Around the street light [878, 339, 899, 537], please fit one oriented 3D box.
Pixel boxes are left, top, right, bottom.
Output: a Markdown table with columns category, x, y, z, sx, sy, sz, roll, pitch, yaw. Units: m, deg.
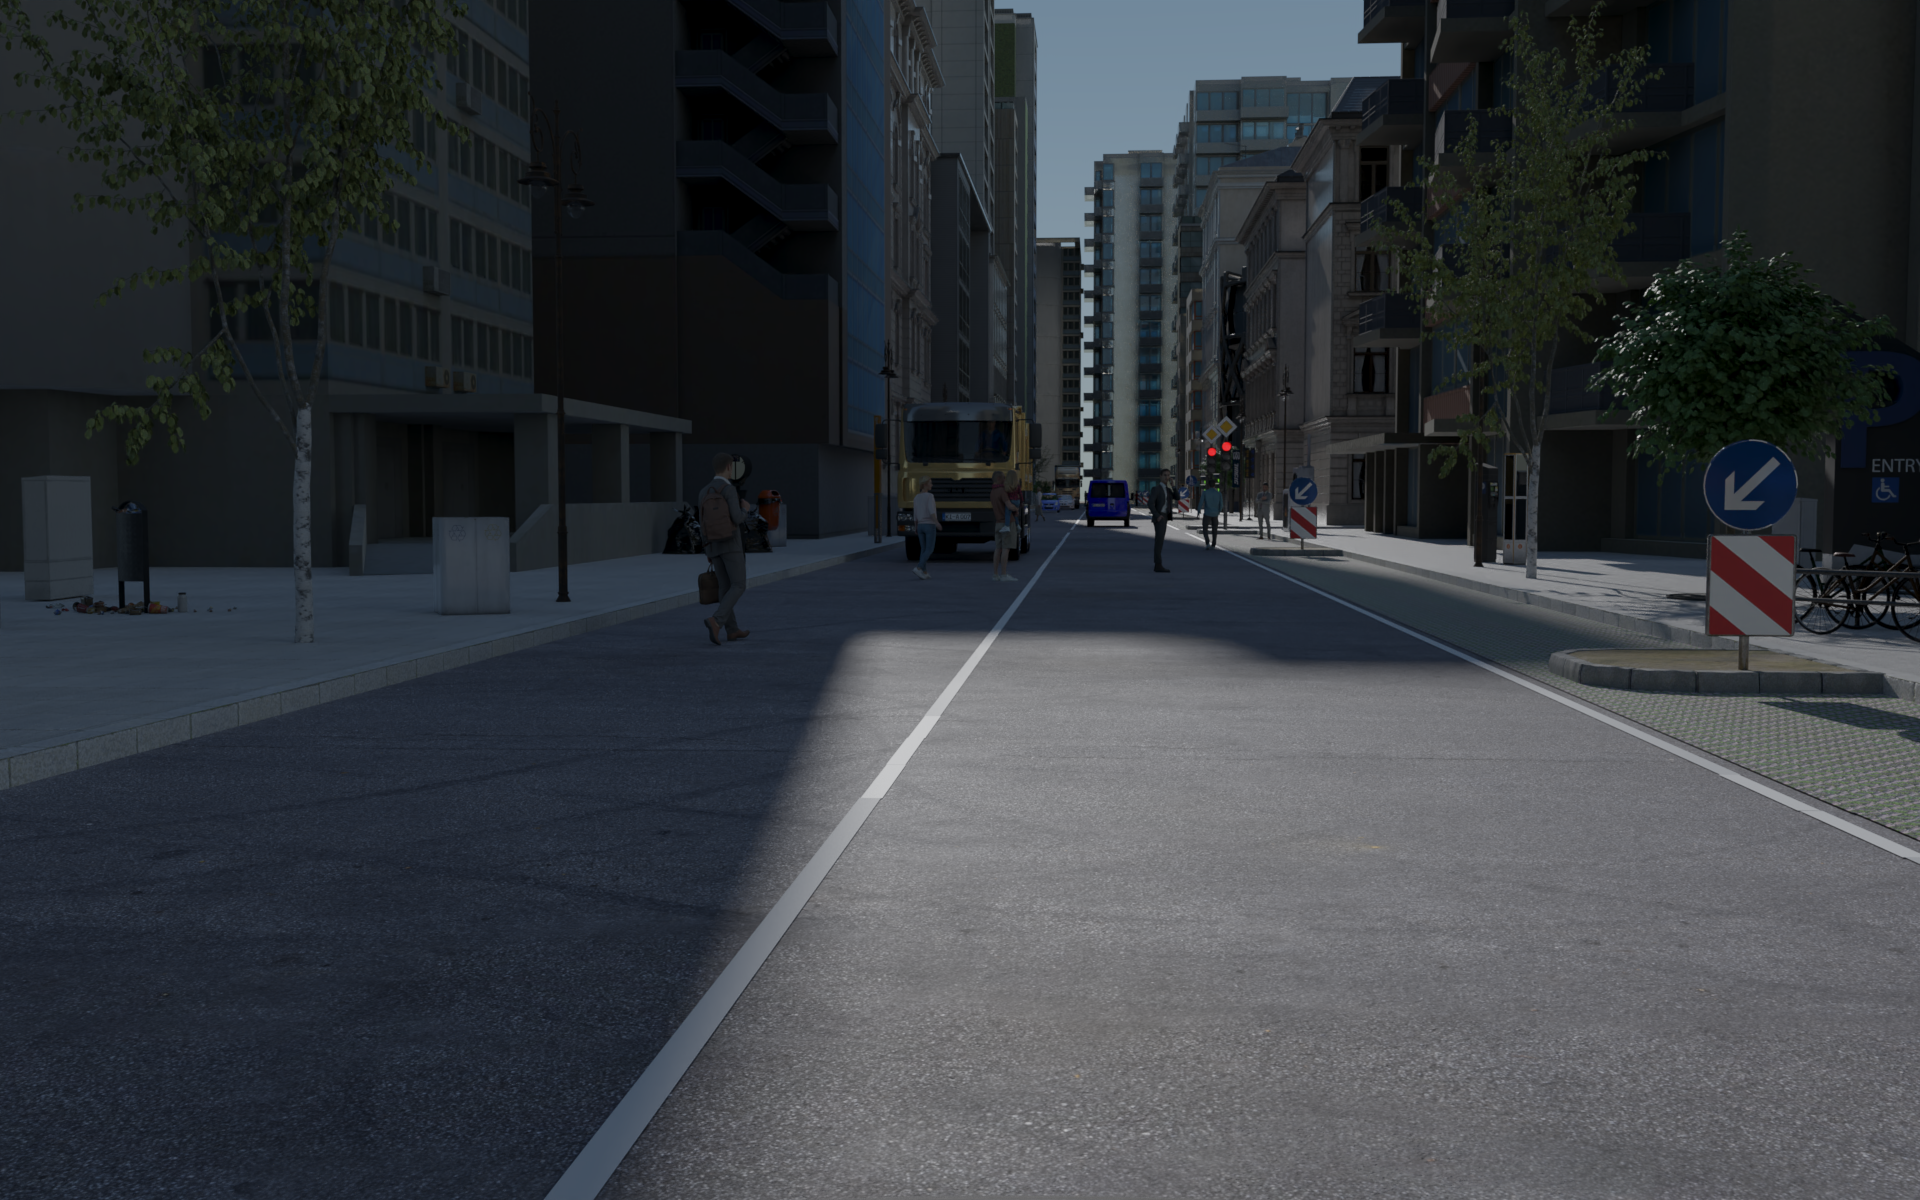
| category | x | y | z | sx | sy | sz | roll | pitch | yaw |
| --- | --- | --- | --- | --- | --- | --- | --- | --- | --- |
| street light | -2.131 | -4.834 | 51.829 | 0.468 | 5.910 | 1.993 | 0 | 4 | 5 |

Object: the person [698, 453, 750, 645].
| category | x | y | z | sx | sy | sz | roll | pitch | yaw |
| --- | --- | --- | --- | --- | --- | --- | --- | --- | --- |
| person | -2.299 | -0.505 | 16.713 | 0.622 | 1.834 | 0.822 | 2 | 4 | 32 |

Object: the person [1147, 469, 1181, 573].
| category | x | y | z | sx | sy | sz | roll | pitch | yaw |
| --- | --- | --- | --- | --- | --- | --- | --- | --- | --- |
| person | 3.767 | -1.470 | 31.893 | 0.474 | 1.900 | 0.648 | 2 | 4 | 30 |

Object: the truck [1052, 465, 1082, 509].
| category | x | y | z | sx | sy | sz | roll | pitch | yaw |
| --- | --- | --- | --- | --- | --- | --- | --- | --- | --- |
| truck | 10.495 | -11.008 | 168.889 | 2.839 | 4.237 | 11.283 | 0 | 4 | 4 |

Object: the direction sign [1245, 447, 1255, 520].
| category | x | y | z | sx | sy | sz | roll | pitch | yaw |
| --- | --- | --- | --- | --- | --- | --- | --- | --- | --- |
| direction sign | 14.147 | -5.662 | 84.574 | 0.379 | 3.537 | 0.876 | -1 | 4 | -20 |

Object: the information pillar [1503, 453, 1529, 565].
| category | x | y | z | sx | sy | sz | roll | pitch | yaw |
| --- | --- | --- | --- | --- | --- | --- | --- | --- | --- |
| information pillar | 10.041 | -1.640 | 31.299 | 0.304 | 2.012 | 0.304 | -1 | 4 | -21 |

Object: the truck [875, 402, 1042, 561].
| category | x | y | z | sx | sy | sz | roll | pitch | yaw |
| --- | --- | --- | --- | --- | --- | --- | --- | --- | --- |
| truck | 0.229 | -2.667 | 39.536 | 3.469 | 3.379 | 9.791 | 0 | 4 | 4 |

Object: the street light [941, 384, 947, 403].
| category | x | y | z | sx | sy | sz | roll | pitch | yaw |
| --- | --- | --- | --- | --- | --- | --- | --- | --- | --- |
| street light | -0.615 | -6.024 | 71.275 | 0.468 | 5.910 | 1.993 | 0 | 4 | 5 |

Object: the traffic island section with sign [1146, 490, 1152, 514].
| category | x | y | z | sx | sy | sz | roll | pitch | yaw |
| --- | --- | --- | --- | --- | --- | --- | --- | --- | --- |
| traffic island section with sign | 14.484 | -7.045 | 123.805 | 1.989 | 1.847 | 2.006 | 0 | 4 | 5 |

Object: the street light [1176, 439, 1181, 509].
| category | x | y | z | sx | sy | sz | roll | pitch | yaw |
| --- | --- | --- | --- | --- | --- | --- | --- | --- | --- |
| street light | 18.170 | -10.477 | 144.084 | 0.468 | 5.910 | 1.993 | 0 | 4 | 5 |

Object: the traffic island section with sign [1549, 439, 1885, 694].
| category | x | y | z | sx | sy | sz | roll | pitch | yaw |
| --- | --- | --- | --- | --- | --- | --- | --- | --- | --- |
| traffic island section with sign | 5.673 | -0.287 | 13.319 | 1.989 | 1.847 | 2.006 | 0 | 4 | 5 |

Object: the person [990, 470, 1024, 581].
| category | x | y | z | sx | sy | sz | roll | pitch | yaw |
| --- | --- | --- | --- | --- | --- | --- | --- | --- | --- |
| person | 0.752 | -1.225 | 28.510 | 0.580 | 1.828 | 0.573 | 1 | 4 | 16 |

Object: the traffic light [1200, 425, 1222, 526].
| category | x | y | z | sx | sy | sz | roll | pitch | yaw |
| --- | --- | --- | --- | --- | --- | --- | --- | --- | --- |
| traffic light | 10.165 | -4.971 | 70.189 | 0.839 | 4.253 | 0.868 | 0 | 4 | 5 |

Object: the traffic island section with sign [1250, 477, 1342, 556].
| category | x | y | z | sx | sy | sz | roll | pitch | yaw |
| --- | --- | --- | --- | --- | --- | --- | --- | --- | --- |
| traffic island section with sign | 7.844 | -1.955 | 40.591 | 1.989 | 1.847 | 2.006 | 0 | 4 | 5 |

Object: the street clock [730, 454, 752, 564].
| category | x | y | z | sx | sy | sz | roll | pitch | yaw |
| --- | --- | --- | --- | --- | --- | --- | --- | --- | --- |
| street clock | -4.033 | -1.647 | 31.499 | 0.471 | 2.002 | 0.358 | 2 | 4 | 27 |

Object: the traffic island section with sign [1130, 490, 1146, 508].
| category | x | y | z | sx | sy | sz | roll | pitch | yaw |
| --- | --- | --- | --- | --- | --- | --- | --- | --- | --- |
| traffic island section with sign | 20.503 | -11.654 | 199.162 | 1.989 | 1.847 | 2.006 | 0 | 4 | 5 |

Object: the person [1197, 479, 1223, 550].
| category | x | y | z | sx | sy | sz | roll | pitch | yaw |
| --- | --- | --- | --- | --- | --- | --- | --- | --- | --- |
| person | 6.459 | -2.210 | 44.651 | 0.660 | 1.820 | 0.620 | -1 | 4 | -8 |

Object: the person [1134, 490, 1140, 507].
| category | x | y | z | sx | sy | sz | roll | pitch | yaw |
| --- | --- | --- | --- | --- | --- | --- | --- | --- | --- |
| person | 19.763 | -11.358 | 194.143 | 0.705 | 1.831 | 1.348 | 3 | 5 | 43 |

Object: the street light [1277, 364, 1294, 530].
| category | x | y | z | sx | sy | sz | roll | pitch | yaw |
| --- | --- | --- | --- | --- | --- | --- | --- | --- | --- |
| street light | 11.575 | -5.438 | 61.701 | 0.468 | 5.910 | 1.993 | 0 | 4 | 5 |

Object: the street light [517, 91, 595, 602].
| category | x | y | z | sx | sy | sz | roll | pitch | yaw |
| --- | --- | --- | --- | --- | --- | --- | --- | --- | --- |
| street light | -4.725 | -2.916 | 20.457 | 0.468 | 5.910 | 1.993 | 0 | 4 | 5 |

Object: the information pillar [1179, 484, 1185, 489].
| category | x | y | z | sx | sy | sz | roll | pitch | yaw |
| --- | --- | --- | --- | --- | --- | --- | --- | --- | --- |
| information pillar | 16.247 | -7.486 | 126.883 | 0.304 | 2.012 | 0.304 | -1 | 4 | -18 |

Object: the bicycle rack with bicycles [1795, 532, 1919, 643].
| category | x | y | z | sx | sy | sz | roll | pitch | yaw |
| --- | --- | --- | --- | --- | --- | --- | --- | --- | --- |
| bicycle rack with bicycles | 8.546 | -0.146 | 15.765 | 2.852 | 0.926 | 2.925 | -3 | 4 | -36 |

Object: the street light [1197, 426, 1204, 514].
| category | x | y | z | sx | sy | sz | roll | pitch | yaw |
| --- | --- | --- | --- | --- | --- | --- | --- | --- | --- |
| street light | 15.635 | -8.547 | 112.534 | 0.468 | 5.910 | 1.993 | 0 | 4 | 5 |

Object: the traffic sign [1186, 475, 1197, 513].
| category | x | y | z | sx | sy | sz | roll | pitch | yaw |
| --- | --- | --- | --- | --- | --- | --- | --- | --- | --- |
| traffic sign | 15.604 | -7.139 | 116.831 | 0.768 | 2.556 | 0.104 | 1 | 4 | 12 |

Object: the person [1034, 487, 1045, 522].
| category | x | y | z | sx | sy | sz | roll | pitch | yaw |
| --- | --- | --- | --- | --- | --- | --- | --- | --- | --- |
| person | 4.167 | -4.986 | 90.253 | 0.641 | 1.798 | 0.478 | 3 | 4 | 38 |

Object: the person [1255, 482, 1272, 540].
| category | x | y | z | sx | sy | sz | roll | pitch | yaw |
| --- | --- | --- | --- | --- | --- | --- | --- | --- | --- |
| person | 9.481 | -2.777 | 54.089 | 0.511 | 1.800 | 0.466 | 1 | 4 | 18 |

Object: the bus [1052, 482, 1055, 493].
| category | x | y | z | sx | sy | sz | roll | pitch | yaw |
| --- | --- | --- | --- | --- | --- | --- | --- | --- | --- |
| bus | 12.156 | -12.365 | 197.035 | 2.948 | 3.499 | 13.247 | 0 | 4 | 5 |

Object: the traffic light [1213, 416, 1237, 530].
| category | x | y | z | sx | sy | sz | roll | pitch | yaw |
| --- | --- | --- | --- | --- | --- | --- | --- | --- | --- |
| traffic light | 9.530 | -4.484 | 62.229 | 0.839 | 4.253 | 0.868 | 0 | 4 | 5 |

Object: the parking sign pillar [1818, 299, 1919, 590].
| category | x | y | z | sx | sy | sz | roll | pitch | yaw |
| --- | --- | --- | --- | --- | --- | --- | --- | --- | --- |
| parking sign pillar | 12.625 | -2.157 | 23.736 | 1.447 | 3.967 | 1.447 | 1 | 4 | 10 |

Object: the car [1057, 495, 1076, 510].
| category | x | y | z | sx | sy | sz | roll | pitch | yaw |
| --- | --- | --- | --- | --- | --- | --- | --- | --- | --- |
| car | 9.421 | -8.820 | 156.573 | 2.083 | 1.381 | 4.827 | 0 | 4 | 4 |

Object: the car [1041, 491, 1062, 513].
| category | x | y | z | sx | sy | sz | roll | pitch | yaw |
| --- | --- | --- | --- | --- | --- | --- | --- | --- | --- |
| car | 6.942 | -7.656 | 134.761 | 1.945 | 1.707 | 3.694 | 0 | 4 | 4 |

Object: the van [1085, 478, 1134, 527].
| category | x | y | z | sx | sy | sz | roll | pitch | yaw |
| --- | --- | --- | --- | --- | --- | --- | --- | --- | --- |
| van | 6.633 | -4.449 | 77.131 | 2.240 | 2.365 | 5.245 | 0 | 4 | 6 |

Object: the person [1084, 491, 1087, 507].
| category | x | y | z | sx | sy | sz | roll | pitch | yaw |
| --- | --- | --- | --- | --- | --- | --- | --- | --- | --- |
| person | 14.267 | -11.487 | 196.332 | 0.705 | 1.822 | 1.348 | -1 | 4 | -11 |

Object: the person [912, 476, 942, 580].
| category | x | y | z | sx | sy | sz | roll | pitch | yaw |
| --- | --- | --- | --- | --- | --- | --- | --- | --- | --- |
| person | -0.589 | -1.218 | 29.080 | 0.731 | 1.740 | 0.598 | 3 | 4 | 36 |

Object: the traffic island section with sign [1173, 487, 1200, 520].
| category | x | y | z | sx | sy | sz | roll | pitch | yaw |
| --- | --- | --- | --- | --- | --- | --- | --- | --- | --- |
| traffic island section with sign | 12.290 | -5.363 | 96.319 | 1.989 | 1.847 | 2.006 | 0 | 4 | 5 |

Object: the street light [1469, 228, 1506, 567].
| category | x | y | z | sx | sy | sz | roll | pitch | yaw |
| --- | --- | --- | --- | --- | --- | --- | --- | --- | --- |
| street light | 9.143 | -3.521 | 30.360 | 0.468 | 5.910 | 1.993 | 0 | 4 | 5 |

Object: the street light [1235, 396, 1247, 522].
| category | x | y | z | sx | sy | sz | roll | pitch | yaw |
| --- | --- | --- | --- | --- | --- | --- | --- | --- | --- |
| street light | 13.057 | -6.582 | 80.409 | 0.468 | 5.910 | 1.993 | 0 | 4 | 5 |
